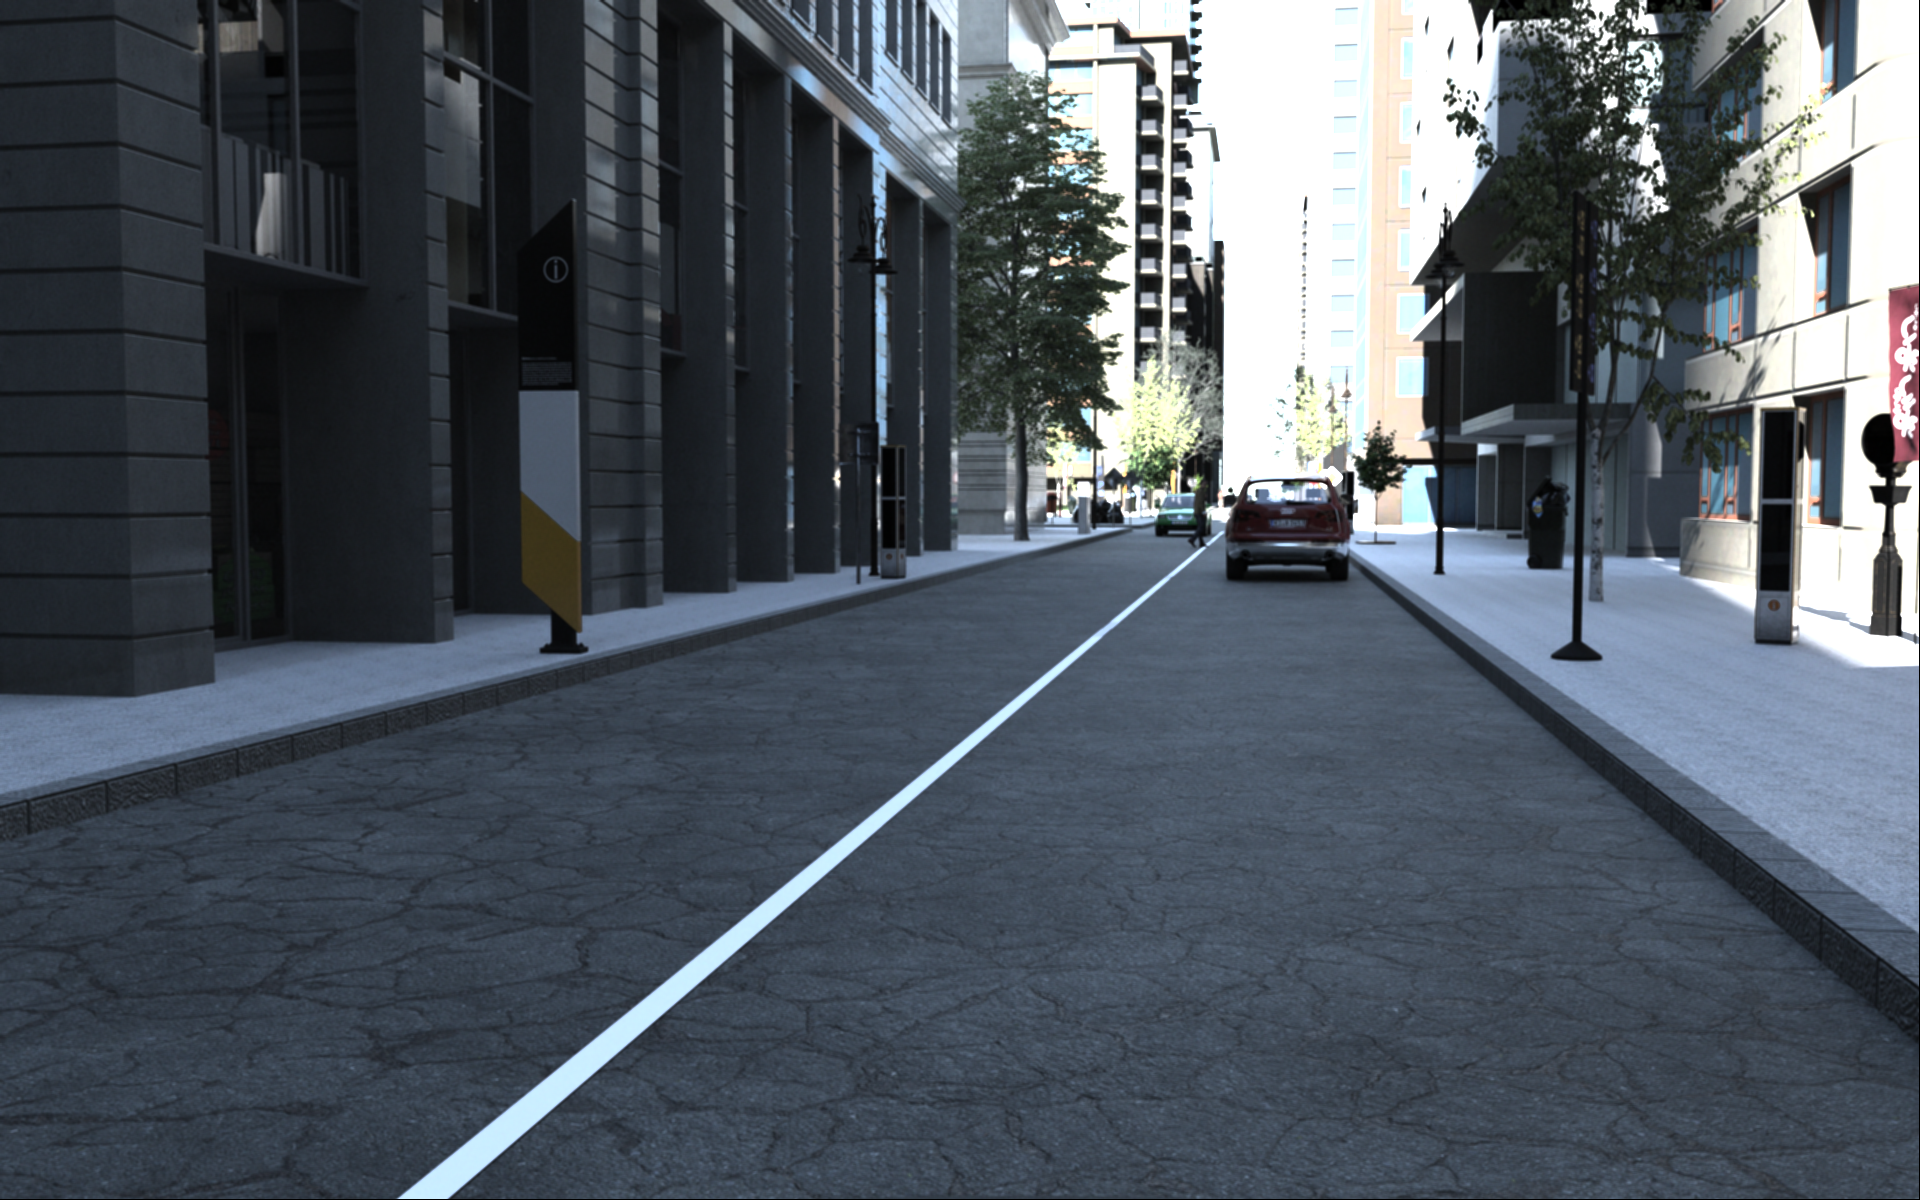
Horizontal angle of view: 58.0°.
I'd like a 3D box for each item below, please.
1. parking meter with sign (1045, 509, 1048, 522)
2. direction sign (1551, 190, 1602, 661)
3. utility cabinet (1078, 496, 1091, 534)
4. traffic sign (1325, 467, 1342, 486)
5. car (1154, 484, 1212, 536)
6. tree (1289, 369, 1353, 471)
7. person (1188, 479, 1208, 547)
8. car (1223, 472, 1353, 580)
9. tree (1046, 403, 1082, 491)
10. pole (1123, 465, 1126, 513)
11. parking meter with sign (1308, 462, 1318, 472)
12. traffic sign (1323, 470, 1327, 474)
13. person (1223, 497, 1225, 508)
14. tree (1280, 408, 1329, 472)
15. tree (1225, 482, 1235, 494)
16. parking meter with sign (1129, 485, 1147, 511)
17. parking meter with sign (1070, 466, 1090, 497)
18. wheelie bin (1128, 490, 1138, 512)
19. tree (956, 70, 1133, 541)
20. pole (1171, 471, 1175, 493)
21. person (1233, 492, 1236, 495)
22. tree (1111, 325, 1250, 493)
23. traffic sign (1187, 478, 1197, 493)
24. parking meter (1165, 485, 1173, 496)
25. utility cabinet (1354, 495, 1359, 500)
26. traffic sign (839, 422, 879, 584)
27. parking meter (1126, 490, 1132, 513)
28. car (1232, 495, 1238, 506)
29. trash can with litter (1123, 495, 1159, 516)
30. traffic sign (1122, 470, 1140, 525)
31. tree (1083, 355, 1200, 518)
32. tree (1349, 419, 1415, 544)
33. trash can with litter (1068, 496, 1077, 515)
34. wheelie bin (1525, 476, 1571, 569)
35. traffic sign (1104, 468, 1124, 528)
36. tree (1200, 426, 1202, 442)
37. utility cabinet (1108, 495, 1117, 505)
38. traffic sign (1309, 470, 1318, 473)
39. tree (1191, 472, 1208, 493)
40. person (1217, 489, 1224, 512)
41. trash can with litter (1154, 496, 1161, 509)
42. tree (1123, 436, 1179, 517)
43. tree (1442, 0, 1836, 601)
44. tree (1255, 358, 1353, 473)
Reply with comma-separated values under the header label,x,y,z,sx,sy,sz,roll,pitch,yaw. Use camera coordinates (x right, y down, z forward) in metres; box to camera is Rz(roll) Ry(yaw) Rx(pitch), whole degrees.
label,x,y,z,sx,sy,sz,roll,pitch,yaw
parking meter with sign,3.594,-5.108,79.780,0.543,3.016,1.738,1,4,20
direction sign,4.805,-1.309,13.392,0.379,3.537,0.876,2,4,30
utility cabinet,4.024,-2.736,55.896,0.306,1.237,1.020,1,4,12
traffic sign,13.639,-3.666,63.586,0.795,2.450,0.064,1,4,10
car,7.793,-3.147,60.253,1.959,1.807,4.718,1,4,11
tree,21.084,-9.250,101.592,4.737,8.622,4.395,0,3,0
person,6.471,-2.340,46.675,0.836,1.842,0.656,-3,5,-41
car,5.761,-1.334,30.481,2.281,1.827,5.304,1,4,11
tree,7.990,-11.526,138.819,4.737,8.622,4.395,0,3,0
pole,11.406,-7.713,119.956,0.158,3.312,0.155,0,3,0
parking meter with sign,19.493,-6.094,95.896,0.543,3.016,1.738,1,4,9
traffic sign,15.040,-4.147,71.448,0.795,2.450,0.064,1,4,10
person,27.496,-10.353,181.001,0.697,1.427,0.421,2,4,33
tree,27.787,-11.507,138.497,4.360,8.622,3.978,0,3,0
tree,44.481,-17.755,284.893,1.663,3.219,1.824,0,3,0
parking meter with sign,13.702,-8.406,133.693,0.543,3.016,1.738,-3,5,-45
parking meter with sign,7.756,-6.850,108.252,1.738,3.016,0.543,0,4,-7
wheelie bin,12.243,-7.085,123.751,0.693,1.594,0.980,-2,4,-34
tree,1.349,-7.892,47.168,7.486,12.596,7.792,0,3,0
pole,16.393,-8.544,133.541,0.158,3.312,0.155,0,3,0
person,38.258,-14.221,241.684,0.551,1.740,0.621,2,4,31
tree,15.893,-13.206,126.290,12.009,13.543,11.850,0,3,0
traffic sign,17.975,-8.195,134.088,0.768,2.556,0.104,1,4,11
parking meter,12.550,-6.015,104.053,0.399,1.863,0.255,-3,4,-36
utility cabinet,28.270,-6.901,123.995,0.306,1.237,1.020,-1,4,-16
traffic sign,-1.443,-1.375,24.611,0.606,2.300,0.079,1,4,18
parking meter,11.348,-6.603,116.364,0.372,1.533,0.369,0,3,0
car,31.381,-11.102,193.881,2.083,1.381,4.827,1,4,9
trash can with litter,10.439,-5.677,103.883,2.233,1.210,1.678,-3,4,-37
traffic sign,7.173,-4.234,72.865,0.795,2.450,0.064,1,4,10
tree,9.736,-8.693,92.501,4.737,8.622,4.395,0,3,0
tree,10.895,-3.067,44.740,1.663,3.219,1.824,0,3,0
trash can with litter,7.086,-5.824,106.609,0.624,1.170,1.055,-2,4,-33
wheelie bin,10.135,-1.343,29.860,0.693,1.594,0.980,2,4,24
traffic sign,5.772,-3.753,65.003,0.795,2.450,0.064,1,4,10
tree,13.187,-9.765,110.024,4.737,8.622,4.395,0,3,0
utility cabinet,11.979,-7.643,136.130,0.306,1.237,1.020,2,4,34
traffic sign,18.900,-5.655,92.557,0.768,2.556,0.104,1,4,11
tree,21.458,-9.834,155.385,1.663,3.219,1.824,0,3,0
person,21.483,-8.188,142.342,0.573,1.828,0.580,3,5,44
trash can with litter,16.696,-8.135,144.394,1.055,1.170,0.624,0,4,6
tree,10.781,-7.004,98.229,4.285,4.588,4.351,0,3,0
tree,7.614,-4.277,20.288,4.737,8.622,4.395,0,3,0
tree,23.758,-11.290,119.006,7.601,10.594,8.767,1,4,14
